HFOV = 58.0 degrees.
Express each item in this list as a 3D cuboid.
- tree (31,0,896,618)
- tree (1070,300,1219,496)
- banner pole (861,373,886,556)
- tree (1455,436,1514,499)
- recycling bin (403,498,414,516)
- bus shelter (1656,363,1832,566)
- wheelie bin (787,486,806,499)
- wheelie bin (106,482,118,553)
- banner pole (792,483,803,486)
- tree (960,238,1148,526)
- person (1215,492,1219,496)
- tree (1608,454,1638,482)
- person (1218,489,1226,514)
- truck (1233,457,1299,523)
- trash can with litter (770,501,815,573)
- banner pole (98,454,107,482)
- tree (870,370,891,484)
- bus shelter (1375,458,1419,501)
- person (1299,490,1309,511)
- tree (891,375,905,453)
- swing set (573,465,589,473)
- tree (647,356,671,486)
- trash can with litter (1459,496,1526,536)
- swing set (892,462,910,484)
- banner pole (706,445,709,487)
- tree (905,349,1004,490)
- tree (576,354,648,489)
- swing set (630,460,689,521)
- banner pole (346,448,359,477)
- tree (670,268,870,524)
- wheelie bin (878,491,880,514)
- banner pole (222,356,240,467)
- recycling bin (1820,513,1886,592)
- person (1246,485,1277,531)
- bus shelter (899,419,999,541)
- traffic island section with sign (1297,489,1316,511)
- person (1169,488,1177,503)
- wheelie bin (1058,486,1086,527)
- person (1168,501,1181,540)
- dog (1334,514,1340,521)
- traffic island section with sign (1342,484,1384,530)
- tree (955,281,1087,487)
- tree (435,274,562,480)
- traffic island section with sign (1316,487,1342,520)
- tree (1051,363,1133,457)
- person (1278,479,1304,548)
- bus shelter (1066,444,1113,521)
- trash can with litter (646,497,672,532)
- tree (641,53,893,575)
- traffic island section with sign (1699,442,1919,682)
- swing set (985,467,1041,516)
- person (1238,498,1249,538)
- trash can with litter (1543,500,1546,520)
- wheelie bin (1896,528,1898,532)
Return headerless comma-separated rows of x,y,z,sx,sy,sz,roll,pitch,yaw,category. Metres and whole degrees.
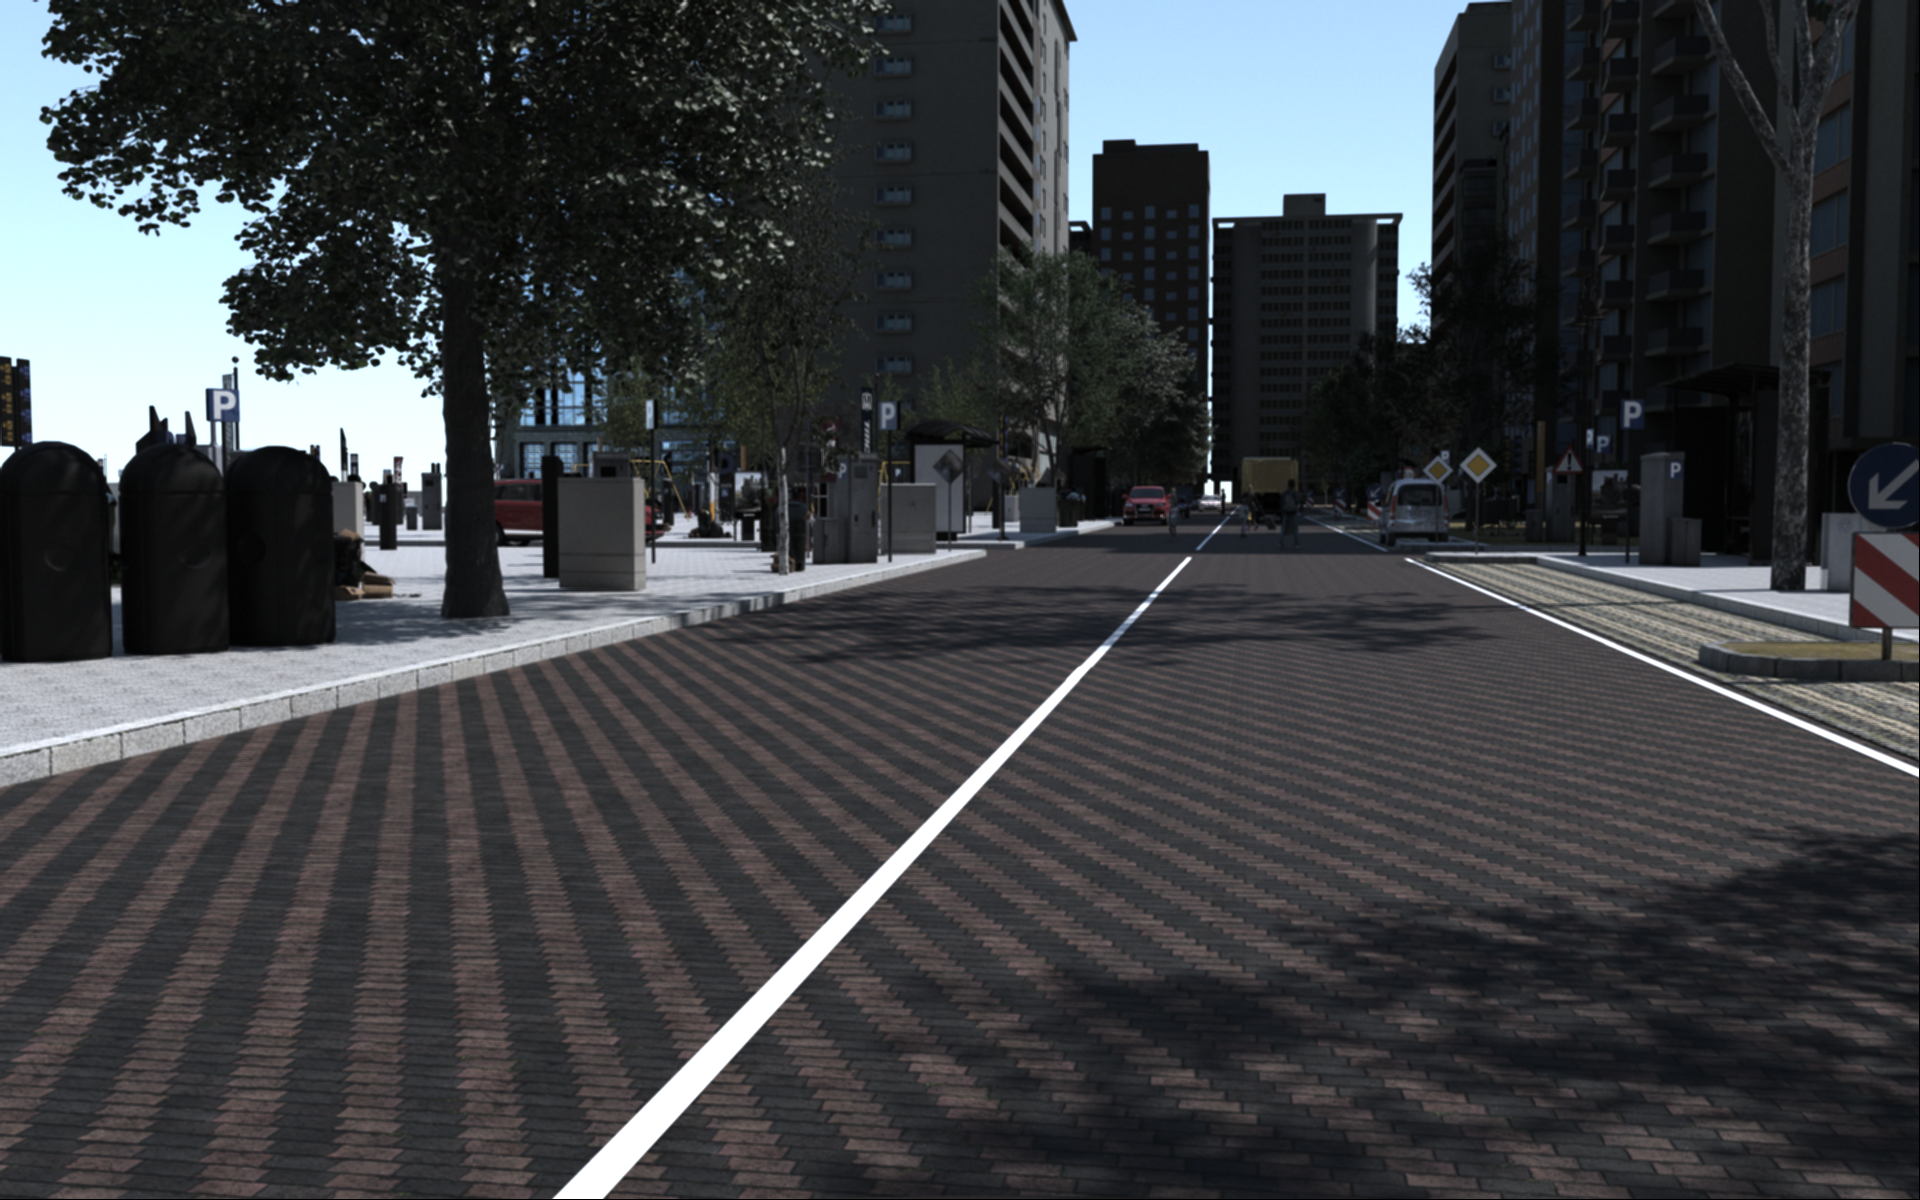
-5.053,-6.793,17.726,9.857,13.997,8.962,0,3,0,tree
11.689,-12.616,112.935,9.857,13.997,8.962,0,3,0,tree
-1.841,-2.803,35.838,0.401,3.779,0.863,2,4,27,banner pole
29.451,-6.928,96.993,4.285,4.588,4.351,0,3,0,tree
-33.181,-5.576,103.723,0.722,1.027,0.722,2,4,34,recycling bin
15.178,-2.606,33.894,1.731,3.624,6.357,1,4,10,bus shelter
-6.355,-3.700,68.395,0.980,1.594,0.693,-1,4,-11,wheelie bin
-15.872,-1.453,31.657,0.980,1.594,0.693,1,4,12,wheelie bin
-8.907,-6.365,94.088,0.863,3.779,0.401,1,4,21,banner pole
3.793,-8.813,69.850,9.928,11.665,9.643,0,3,0,tree
28.963,-11.361,195.176,0.541,1.710,0.530,1,4,11,person
31.545,-5.443,83.596,1.663,3.219,1.824,0,3,0,tree
18.727,-7.035,123.513,0.705,1.826,1.348,2,4,26,person
16.031,-5.767,90.218,3.469,3.379,9.791,0,4,8,truck
-2.778,-1.050,28.560,0.624,1.170,1.055,0,4,6,trash can with litter
-53.307,-7.203,107.786,0.401,3.779,0.863,1,4,19,banner pole
-4.855,-9.289,102.241,4.737,8.622,4.395,0,3,0,tree
24.939,-6.423,98.946,2.014,3.302,5.546,1,4,10,bus shelter
28.338,-8.170,142.610,0.750,1.759,0.617,-1,4,-14,person
-0.858,-9.010,97.668,4.737,8.622,4.395,0,3,0,tree
-18.872,-5.754,91.697,3.119,2.851,2.862,0,4,6,swing set
-9.035,-6.934,63.735,4.737,8.622,4.395,0,3,0,tree
16.618,-2.567,53.027,2.233,1.210,1.678,2,4,30,trash can with litter
-2.495,-5.305,84.359,3.119,2.851,2.862,1,4,16,swing set
-11.181,-5.342,77.358,0.401,3.779,0.863,1,4,15,banner pole
0.298,-8.412,87.899,4.737,8.622,4.395,0,3,0,tree
-13.863,-7.531,73.490,4.737,8.622,4.395,0,3,0,tree
-14.594,-5.110,81.170,2.862,2.851,3.119,1,4,20,swing set
-32.996,-6.358,93.972,0.863,3.779,0.401,-3,5,-44,banner pole
-6.104,-6.483,56.358,4.737,8.622,4.395,0,3,0,tree
-4.876,-6.291,110.768,0.980,1.594,0.693,2,4,29,wheelie bin
-13.309,-2.549,31.698,0.401,3.779,0.863,-3,5,-44,banner pole
11.817,-0.631,22.870,0.722,1.027,0.722,1,4,18,recycling bin
11.778,-3.638,68.196,1.509,1.804,0.699,-1,4,-19,person
-0.195,-3.403,49.561,2.014,3.302,5.546,1,4,10,bus shelter
29.153,-8.340,144.992,1.989,1.847,2.006,1,4,9,traffic island section with sign
12.402,-5.672,101.417,0.728,1.800,0.709,-2,4,-33,person
4.165,-3.602,66.800,0.980,1.594,0.693,2,4,28,wheelie bin
6.697,-2.459,53.719,0.382,1.210,0.505,-3,4,-39,person
19.836,-4.324,90.889,0.748,0.427,0.550,-2,4,-30,dog
16.474,-3.718,69.413,1.989,1.847,2.006,1,4,9,traffic island section with sign
2.296,-6.685,59.655,4.360,8.622,3.978,0,3,0,tree
-14.239,-6.280,53.038,4.360,8.622,3.978,0,3,0,tree
20.931,-5.344,95.999,1.989,1.847,2.006,1,4,9,traffic island section with sign
7.234,-8.793,94.122,4.737,8.622,4.395,0,3,0,tree
8.663,-2.268,45.568,0.713,1.824,0.794,-2,4,-25,person
6.405,-5.740,85.136,1.731,3.624,6.357,1,4,10,bus shelter
-10.338,-2.915,59.054,0.624,1.170,1.055,2,4,25,trash can with litter
-2.888,-4.689,27.026,4.360,8.622,3.978,0,3,0,tree
7.182,-0.333,14.069,1.989,1.847,2.006,1,4,9,traffic island section with sign
3.345,-6.385,102.014,2.862,2.851,3.119,-2,4,-30,swing set
9.355,-2.705,57.006,0.425,1.301,0.394,2,4,31,person
29.071,-4.564,86.003,0.624,1.170,1.055,-2,4,-29,trash can with litter
25.651,-2.457,48.088,0.693,1.594,0.980,-1,4,-21,wheelie bin
